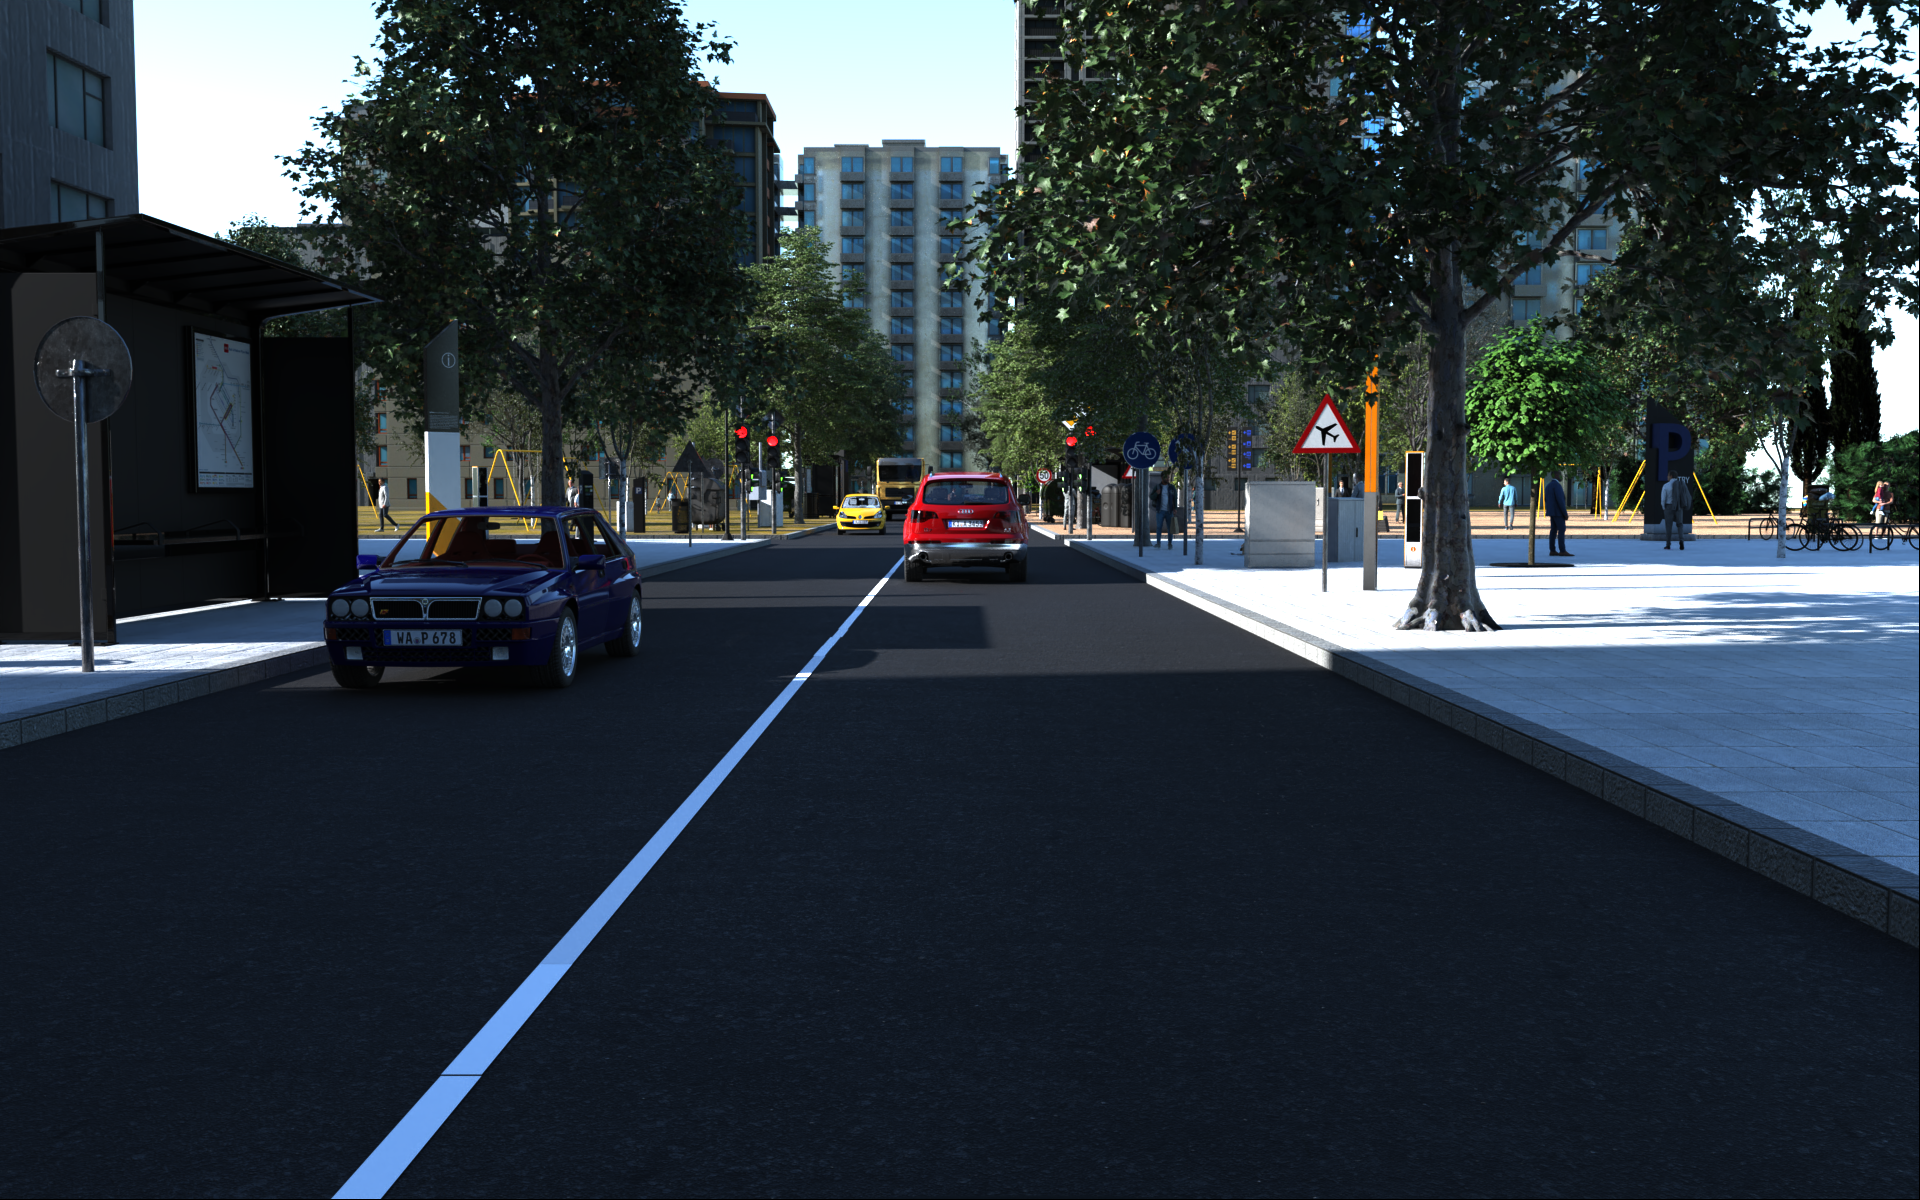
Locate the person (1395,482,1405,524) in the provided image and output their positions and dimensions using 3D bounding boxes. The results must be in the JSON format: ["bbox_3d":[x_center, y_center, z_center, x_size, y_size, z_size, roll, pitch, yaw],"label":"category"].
[{"bbox_3d":[19.095,-4.192,74.752,0.661,1.801,0.590,-3,4,-38],"label":"person"}]

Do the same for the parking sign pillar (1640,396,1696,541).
[{"bbox_3d":[19.576,-3.628,47.785,1.447,3.967,1.447,-1,4,-19],"label":"parking sign pillar"}]

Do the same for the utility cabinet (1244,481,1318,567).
[{"bbox_3d":[5.547,-1.308,30.058,1.173,1.500,0.318,0,4,-7],"label":"utility cabinet"}]

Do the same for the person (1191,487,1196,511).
[{"bbox_3d":[17.164,-7.392,126.879,0.713,1.824,0.794,2,4,28],"label":"person"}]

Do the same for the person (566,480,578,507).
[{"bbox_3d":[-13.266,-3.222,59.123,0.661,1.777,0.834,1,4,21],"label":"person"}]

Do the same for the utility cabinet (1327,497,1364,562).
[{"bbox_3d":[7.326,-1.330,32.903,0.306,1.237,1.020,3,5,43],"label":"utility cabinet"}]

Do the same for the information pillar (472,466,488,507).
[{"bbox_3d":[-12.738,-2.540,46.023,0.304,2.012,0.304,-3,5,-43],"label":"information pillar"}]

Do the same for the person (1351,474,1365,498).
[{"bbox_3d":[10.561,-2.429,45.886,0.709,1.813,0.853,-3,5,-43],"label":"person"}]

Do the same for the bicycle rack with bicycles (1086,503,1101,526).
[{"bbox_3d":[6.507,-3.461,69.974,2.852,0.926,2.925,-3,4,-39],"label":"bicycle rack with bicycles"}]

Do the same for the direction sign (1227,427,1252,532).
[{"bbox_3d":[9.417,-4.061,58.391,0.876,3.537,0.379,2,4,32],"label":"direction sign"}]

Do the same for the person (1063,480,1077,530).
[{"bbox_3d":[3.948,-3.416,62.075,0.511,1.800,0.466,1,4,19],"label":"person"}]

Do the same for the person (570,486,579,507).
[{"bbox_3d":[-10.463,-2.387,47.668,0.523,1.515,0.503,-2,4,-29],"label":"person"}]

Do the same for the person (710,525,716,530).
[{"bbox_3d":[-8.772,-3.106,61.515,0.332,1.250,0.352,0,4,1],"label":"person"}]

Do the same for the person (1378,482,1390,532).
[{"bbox_3d":[13.903,-3.122,57.306,0.699,1.804,1.509,2,4,35],"label":"person"}]

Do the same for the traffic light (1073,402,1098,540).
[{"bbox_3d":[3.572,-3.610,47.950,0.839,4.253,0.868,0,3,0],"label":"traffic light"}]

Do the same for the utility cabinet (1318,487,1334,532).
[{"bbox_3d":[11.943,-3.027,58.167,1.173,1.500,0.318,2,4,24],"label":"utility cabinet"}]

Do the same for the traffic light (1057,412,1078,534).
[{"bbox_3d":[3.566,-4.099,55.935,0.839,4.253,0.868,0,3,0],"label":"traffic light"}]

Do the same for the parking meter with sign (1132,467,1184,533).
[{"bbox_3d":[6.527,-3.722,57.115,1.738,3.016,0.543,0,4,-4],"label":"parking meter with sign"}]

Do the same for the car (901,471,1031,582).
[{"bbox_3d":[0.104,-1.294,29.838,2.281,1.827,5.304,0,4,0],"label":"car"}]

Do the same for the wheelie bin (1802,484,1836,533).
[{"bbox_3d":[28.180,-2.993,56.839,0.980,1.594,0.693,2,4,25],"label":"wheelie bin"}]

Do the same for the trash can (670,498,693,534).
[{"bbox_3d":[-9.053,-2.729,56.278,0.748,1.137,0.748,0,3,0],"label":"trash can"}]

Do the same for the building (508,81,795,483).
[{"bbox_3d":[-32.537,-32.391,184.224,28.867,44.769,22.147,0,3,0],"label":"building"}]

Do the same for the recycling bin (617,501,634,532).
[{"bbox_3d":[-11.220,-2.843,59.035,0.722,1.027,0.722,-3,4,-38],"label":"recycling bin"}]

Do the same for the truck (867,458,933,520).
[{"bbox_3d":[-3.212,-6.033,94.570,3.469,3.379,9.791,0,4,-1],"label":"truck"}]

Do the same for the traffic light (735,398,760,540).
[{"bbox_3d":[-5.989,-3.609,47.927,0.839,4.253,0.868,0,3,0],"label":"traffic light"}]

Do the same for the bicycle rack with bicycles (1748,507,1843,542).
[{"bbox_3d":[23.319,-2.111,47.890,2.925,0.926,2.852,-3,5,-39],"label":"bicycle rack with bicycles"}]

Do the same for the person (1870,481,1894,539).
[{"bbox_3d":[28.195,-2.723,52.990,0.580,1.828,0.573,-3,4,-37],"label":"person"}]

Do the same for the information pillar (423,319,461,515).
[{"bbox_3d":[-6.909,-1.946,23.176,0.183,3.616,0.504,3,5,44],"label":"information pillar"}]

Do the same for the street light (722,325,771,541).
[{"bbox_3d":[-5.902,-4.604,47.819,1.470,5.913,1.316,0,3,0],"label":"street light"}]

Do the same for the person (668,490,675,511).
[{"bbox_3d":[-21.639,-7.449,129.644,0.589,1.601,0.330,1,4,18],"label":"person"}]

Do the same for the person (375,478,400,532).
[{"bbox_3d":[-19.568,-3.254,59.100,0.795,1.843,0.661,-2,4,-29],"label":"person"}]

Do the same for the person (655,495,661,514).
[{"bbox_3d":[-19.921,-6.295,113.981,0.505,1.210,0.382,2,4,35],"label":"person"}]

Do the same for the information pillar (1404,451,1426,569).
[{"bbox_3d":[7.841,-1.551,29.850,0.304,2.012,0.304,1,4,22],"label":"information pillar"}]

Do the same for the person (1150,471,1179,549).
[{"bbox_3d":[4.760,-2.068,39.844,0.794,1.824,0.713,1,4,23],"label":"person"}]

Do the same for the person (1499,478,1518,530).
[{"bbox_3d":[19.593,-3.428,61.949,0.638,1.841,0.748,1,4,22],"label":"person"}]

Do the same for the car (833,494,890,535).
[{"bbox_3d":[-3.508,-3.166,61.993,2.015,1.641,3.980,0,4,-2],"label":"car"}]

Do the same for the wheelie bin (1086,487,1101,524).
[{"bbox_3d":[5.578,-4.002,73.345,0.693,1.594,0.980,3,5,44],"label":"wheelie bin"}]

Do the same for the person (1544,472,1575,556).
[{"bbox_3d":[12.386,-1.817,35.926,0.419,1.800,0.721,-1,4,-15],"label":"person"}]

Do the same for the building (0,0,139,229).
[{"bbox_3d":[-24.641,-21.342,32.531,14.086,41.232,14.154,0,3,0],"label":"building"}]

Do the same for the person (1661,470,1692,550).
[{"bbox_3d":[16.529,-2.070,39.988,0.679,1.850,0.850,0,4,4],"label":"person"}]

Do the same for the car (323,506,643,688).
[{"bbox_3d":[-3.732,-0.089,14.038,1.945,1.354,3.894,0,4,1],"label":"car"}]

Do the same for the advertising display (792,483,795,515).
[{"bbox_3d":[-10.032,-6.118,105.235,0.123,1.923,0.974,3,5,45],"label":"advertising display"}]

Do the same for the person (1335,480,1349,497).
[{"bbox_3d":[15.989,-4.070,72.365,0.659,1.850,0.755,0,4,6],"label":"person"}]

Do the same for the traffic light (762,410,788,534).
[{"bbox_3d":[-5.995,-4.097,55.912,0.839,4.253,0.868,0,3,0],"label":"traffic light"}]

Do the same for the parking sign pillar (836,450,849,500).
[{"bbox_3d":[-7.026,-6.796,99.580,1.447,3.967,1.447,3,4,37],"label":"parking sign pillar"}]
